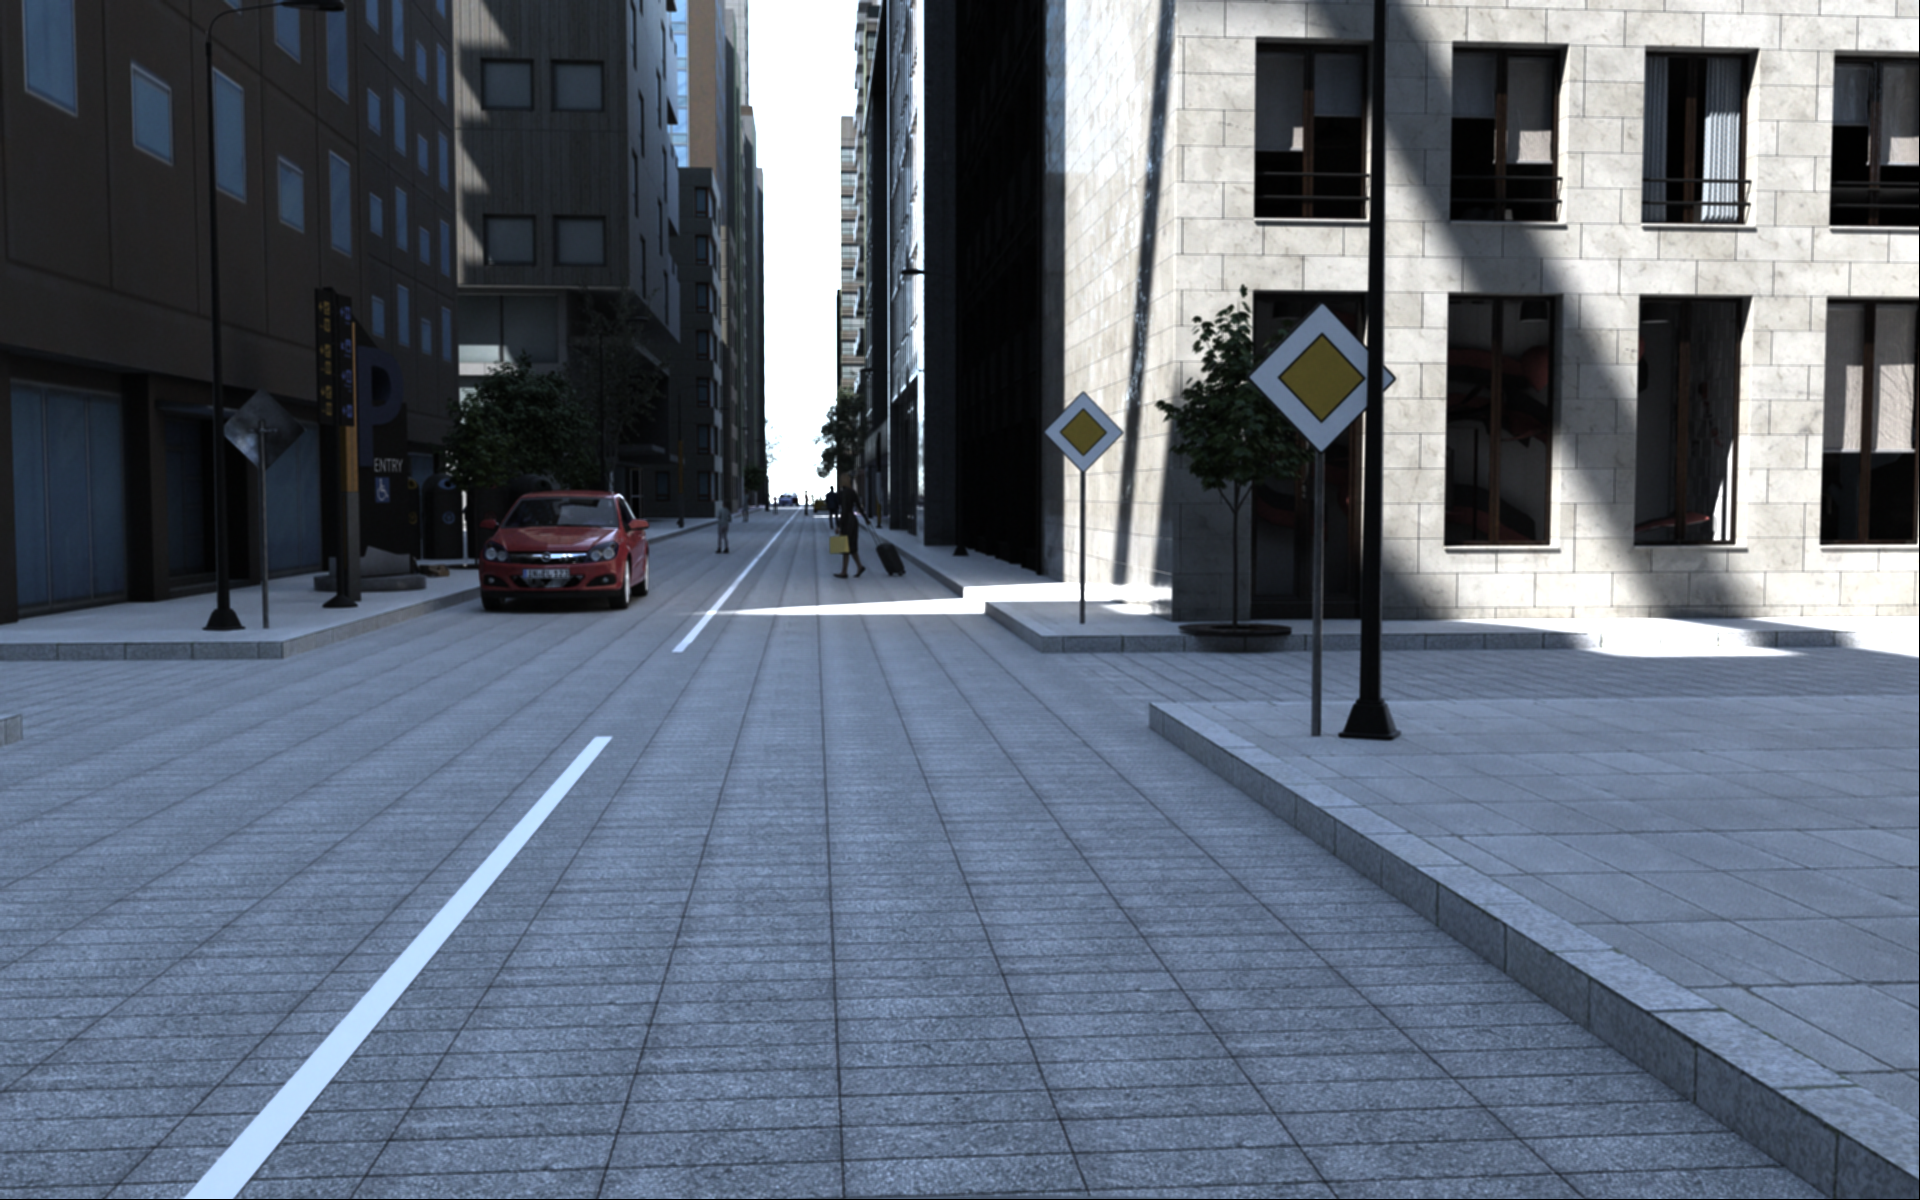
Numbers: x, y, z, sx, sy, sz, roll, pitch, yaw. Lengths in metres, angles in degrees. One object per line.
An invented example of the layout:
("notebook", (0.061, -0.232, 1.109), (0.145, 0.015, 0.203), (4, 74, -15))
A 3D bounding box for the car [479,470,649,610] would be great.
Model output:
("car", (-5.150, -0.844, 22.846), (2.155, 1.783, 4.494), (0, 4, -5))

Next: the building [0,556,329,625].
("building", (-16.448, -22.690, 21.089), (14.600, 45.320, 14.200), (0, 4, -5))

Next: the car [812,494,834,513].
("car", (-10.332, -7.485, 132.598), (2.015, 1.641, 3.980), (0, 4, -4))

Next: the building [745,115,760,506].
("building", (-28.690, -30.433, 181.169), (14.154, 41.232, 14.086), (0, 4, -5))

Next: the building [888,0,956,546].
("building", (4.248, -14.353, 52.700), (12.078, 24.808, 19.932), (0, 4, -5))

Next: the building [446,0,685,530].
("building", (-26.188, -29.540, 72.214), (28.713, 52.752, 27.495), (0, 4, -5))

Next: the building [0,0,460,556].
("building", (-21.506, -24.087, 43.941), (14.600, 45.320, 14.200), (0, 4, -5))

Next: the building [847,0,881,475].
("building", (1.968, -32.626, 153.039), (23.786, 49.044, 30.456), (0, 4, -5))

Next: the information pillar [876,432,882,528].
("information pillar", (-3.086, -4.539, 65.563), (0.183, 3.616, 0.504), (-1, 4, -13))

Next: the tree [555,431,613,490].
("tree", (-11.420, -3.482, 51.524), (1.663, 3.219, 1.824), (0, 3, 0))

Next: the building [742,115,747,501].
("building", (-26.841, -28.841, 155.149), (14.154, 41.232, 14.086), (0, 4, -5))

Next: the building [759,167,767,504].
("building", (-30.848, -32.193, 209.948), (14.154, 41.232, 14.086), (0, 4, -5))

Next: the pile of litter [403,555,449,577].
("pile of litter", (-8.675, -0.815, 27.296), (1.176, 0.858, 1.719), (-2, 4, -25))

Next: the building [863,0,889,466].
("building", (3.250, -15.816, 77.657), (14.314, 24.678, 30.058), (0, 4, -5))

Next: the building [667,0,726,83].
("building", (-24.325, -29.132, 126.413), (14.600, 45.320, 14.200), (0, 4, -5))

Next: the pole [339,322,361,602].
("pole", (-7.276, -1.637, 20.610), (0.158, 3.312, 0.155), (0, 3, 0))

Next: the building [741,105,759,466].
("building", (-29.900, -33.344, 195.281), (14.600, 45.320, 14.200), (0, 4, -5))

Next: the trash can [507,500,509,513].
("trash can", (-11.576, -1.934, 43.272), (0.748, 1.137, 0.748), (0, 3, 0))

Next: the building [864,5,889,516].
("building", (1.046, -20.518, 107.172), (14.160, 30.474, 14.107), (0, 4, -5))

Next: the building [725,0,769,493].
("building", (-35.516, -48.181, 226.015), (20.563, 71.187, 20.611), (0, 4, -5))

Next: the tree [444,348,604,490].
("tree", (-9.737, -3.377, 38.923), (4.285, 4.588, 4.351), (0, 3, 0))

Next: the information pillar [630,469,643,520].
("information pillar", (-9.380, -2.800, 50.270), (0.304, 2.012, 0.304), (0, 4, 2))

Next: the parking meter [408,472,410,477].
("parking meter", (-12.778, -2.077, 39.667), (0.399, 1.863, 0.255), (0, 4, 4))

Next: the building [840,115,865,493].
("building", (-6.169, -31.012, 190.647), (14.154, 41.232, 14.086), (0, 4, -5))

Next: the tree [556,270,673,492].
("tree", (-11.606, -6.554, 57.523), (4.360, 8.622, 3.978), (0, 3, 0))

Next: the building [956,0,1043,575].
("building", (6.689, -12.560, 35.036), (12.332, 23.373, 15.834), (0, 4, -5))

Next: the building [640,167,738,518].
("building", (-28.115, -15.914, 105.230), (27.650, 21.520, 28.899), (0, 4, -5))

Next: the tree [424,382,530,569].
("tree", (-8.333, -2.154, 29.813), (1.663, 3.219, 1.824), (0, 3, 0))

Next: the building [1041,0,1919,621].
("building", (10.071, -10.270, 22.663), (16.860, 20.320, 10.420), (0, 4, -5))

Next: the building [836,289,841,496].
("building", (-10.427, -28.878, 243.850), (14.160, 30.474, 14.107), (0, 4, -5))

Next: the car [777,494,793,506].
("car", (-20.675, -11.944, 204.878), (1.945, 1.707, 3.694), (0, 4, -5))

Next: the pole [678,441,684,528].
("pole", (-10.641, -4.416, 66.043), (0.158, 3.312, 0.155), (0, 3, 0))

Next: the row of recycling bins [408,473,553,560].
("row of recycling bins", (-9.876, -1.674, 34.476), (3.534, 1.692, 1.069), (-2, 4, -34))

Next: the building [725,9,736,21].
("building", (-25.434, -27.986, 141.158), (14.154, 41.232, 14.086), (0, 4, -5))

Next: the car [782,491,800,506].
("car", (-20.541, -12.296, 209.709), (2.281, 1.827, 5.304), (0, 4, -4))

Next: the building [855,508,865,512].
("building", (8.560, -26.588, 126.597), (32.217, 40.220, 23.993), (0, 4, -5))
